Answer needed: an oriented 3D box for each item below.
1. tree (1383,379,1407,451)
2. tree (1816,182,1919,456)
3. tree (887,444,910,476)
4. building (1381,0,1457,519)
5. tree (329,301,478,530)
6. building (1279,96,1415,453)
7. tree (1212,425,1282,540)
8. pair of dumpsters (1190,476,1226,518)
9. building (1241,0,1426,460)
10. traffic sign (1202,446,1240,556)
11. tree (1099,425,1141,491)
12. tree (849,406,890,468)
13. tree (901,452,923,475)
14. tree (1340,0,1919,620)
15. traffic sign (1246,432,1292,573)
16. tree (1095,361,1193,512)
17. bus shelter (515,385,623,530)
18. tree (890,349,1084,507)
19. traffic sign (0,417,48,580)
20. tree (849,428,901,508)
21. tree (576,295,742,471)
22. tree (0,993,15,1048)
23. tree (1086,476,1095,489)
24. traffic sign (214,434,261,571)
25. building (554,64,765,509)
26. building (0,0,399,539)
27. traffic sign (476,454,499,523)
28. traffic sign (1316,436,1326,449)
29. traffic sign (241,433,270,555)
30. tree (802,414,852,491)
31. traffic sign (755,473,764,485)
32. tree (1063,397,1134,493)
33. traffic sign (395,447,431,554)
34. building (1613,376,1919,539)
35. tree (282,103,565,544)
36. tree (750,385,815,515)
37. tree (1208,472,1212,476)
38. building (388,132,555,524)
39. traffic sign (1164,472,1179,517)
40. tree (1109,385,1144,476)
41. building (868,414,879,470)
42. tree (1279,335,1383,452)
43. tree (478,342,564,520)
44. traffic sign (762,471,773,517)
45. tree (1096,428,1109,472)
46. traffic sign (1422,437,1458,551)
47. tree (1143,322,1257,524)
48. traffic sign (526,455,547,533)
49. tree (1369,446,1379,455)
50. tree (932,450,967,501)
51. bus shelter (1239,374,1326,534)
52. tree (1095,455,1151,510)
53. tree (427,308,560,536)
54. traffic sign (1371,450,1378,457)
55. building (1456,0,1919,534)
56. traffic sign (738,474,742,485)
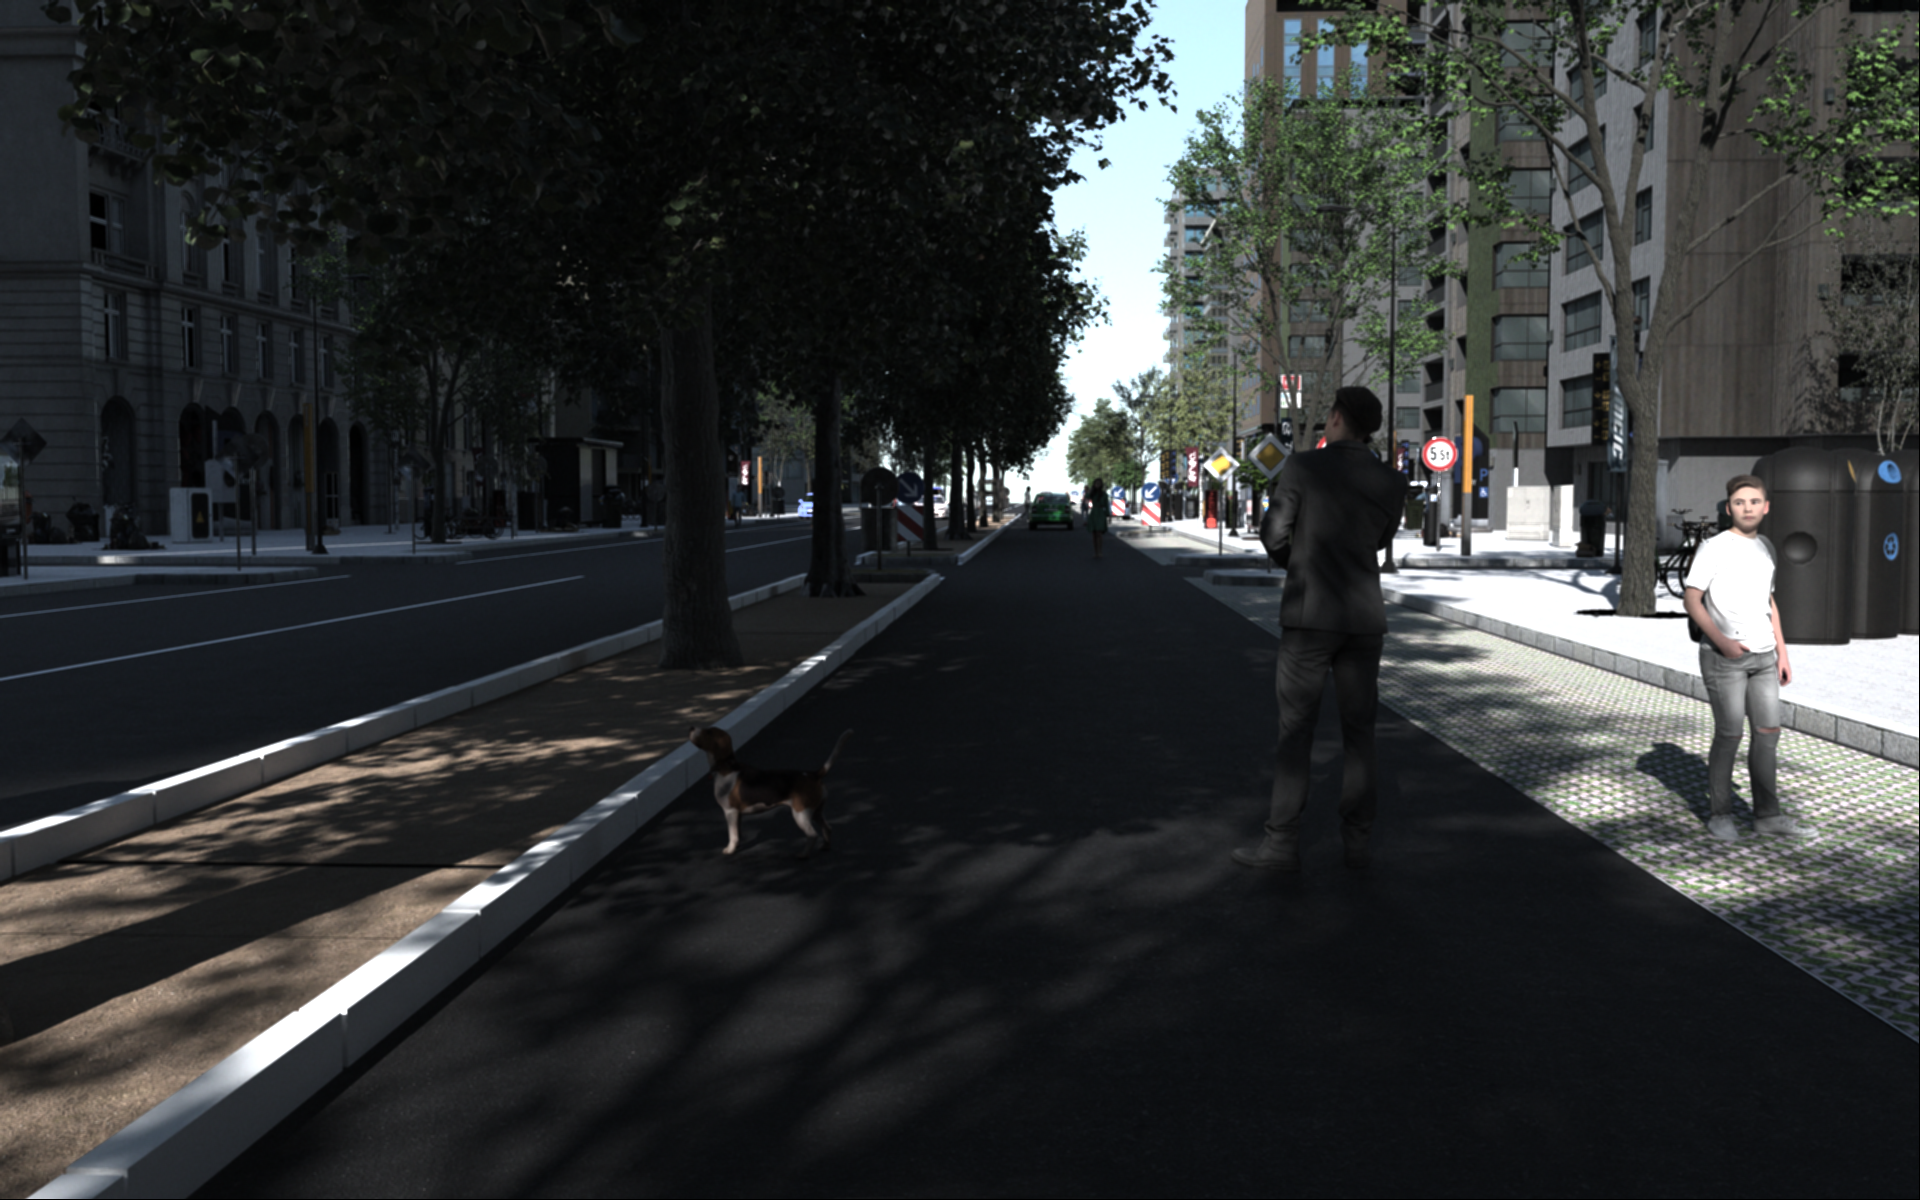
[{"bbox_3d":[25.095,-9.559,106.657,4.360,8.622,3.978,0,3,0],"label":"tree"},{"bbox_3d":[22.565,-5.574,41.489,4.360,8.622,3.978,0,3,0],"label":"tree"},{"bbox_3d":[-5.267,-16.925,211.132,8.767,10.594,7.601,-3,5,-41],"label":"tree"},{"bbox_3d":[34.686,-39.869,90.118,20.563,71.187,20.611,0,4,3],"label":"building"},{"bbox_3d":[-19.914,-6.762,60.922,4.737,8.622,4.395,0,3,0],"label":"tree"},{"bbox_3d":[30.909,-21.905,129.841,14.160,30.474,14.107,0,4,3],"label":"building"},{"bbox_3d":[8.282,-3.296,48.495,1.663,3.219,1.824,0,3,0],"label":"tree"},{"bbox_3d":[13.352,-5.553,93.282,1.574,2.255,4.437,0,4,3],"label":"pair of dumpsters"},{"bbox_3d":[31.167,-30.178,143.521,14.600,45.320,14.200,0,4,3],"label":"building"},{"bbox_3d":[5.421,-1.979,36.002,0.795,2.450,0.064,0,4,3],"label":"traffic sign"},{"bbox_3d":[15.690,-13.481,170.784,4.360,8.622,3.978,0,3,0],"label":"tree"},{"bbox_3d":[-6.810,-16.732,183.930,12.009,13.543,11.850,0,3,0],"label":"tree"},{"bbox_3d":[-5.931,-15.267,199.971,4.360,8.622,3.978,0,3,0],"label":"tree"},{"bbox_3d":[7.056,-5.626,17.733,9.928,11.665,9.643,0,3,0],"label":"tree"},{"bbox_3d":[5.011,-1.491,28.028,0.795,2.450,0.064,0,4,3],"label":"traffic sign"},{"bbox_3d":[13.028,-11.389,120.630,7.601,10.594,8.767,-1,4,-22],"label":"tree"},{"bbox_3d":[-14.820,-5.358,65.238,2.179,5.291,8.768,0,4,3],"label":"bus shelter"},{"bbox_3d":[2.322,-11.785,105.512,12.009,13.543,11.850,0,3,0],"label":"tree"},{"bbox_3d":[-14.028,-1.514,25.946,0.795,2.450,0.064,0,4,7],"label":"traffic sign"},{"bbox_3d":[-7.953,-12.303,151.514,4.360,8.622,3.978,0,3,0],"label":"tree"},{"bbox_3d":[-12.822,-8.610,75.184,7.601,10.594,8.767,2,4,34],"label":"tree"},{"bbox_3d":[-2.804,-5.798,3.908,9.857,13.997,8.962,0,3,0],"label":"tree"},{"bbox_3d":[18.279,-14.760,225.039,4.285,4.588,4.351,0,3,0],"label":"tree"},{"bbox_3d":[-12.060,-1.546,28.924,0.795,2.450,0.064,0,4,3],"label":"traffic sign"},{"bbox_3d":[-29.827,-30.659,155.905,22.147,44.769,28.867,0,4,3],"label":"building"},{"bbox_3d":[-30.093,-13.372,60.433,13.314,21.916,24.055,0,4,3],"label":"building"},{"bbox_3d":[-15.203,-3.399,55.680,0.768,2.556,0.104,1,4,9],"label":"traffic sign"},{"bbox_3d":[7.848,-2.217,36.353,0.768,2.556,0.104,1,4,9],"label":"traffic sign"},{"bbox_3d":[-14.785,-2.207,36.195,0.768,2.556,0.104,1,4,10],"label":"traffic sign"},{"bbox_3d":[-9.884,-10.883,128.292,4.737,8.622,4.395,0,3,0],"label":"tree"},{"bbox_3d":[-11.646,-6.187,101.257,0.768,2.556,0.104,1,4,12],"label":"traffic sign"},{"bbox_3d":[17.026,-17.408,202.747,7.486,12.596,7.792,0,3,0],"label":"tree"},{"bbox_3d":[-11.649,-2.034,36.898,0.795,2.450,0.064,0,4,3],"label":"traffic sign"},{"bbox_3d":[26.532,-17.095,51.205,14.107,30.474,14.160,0,4,3],"label":"building"},{"bbox_3d":[-13.400,-7.255,44.371,9.928,11.665,9.643,0,3,0],"label":"tree"},{"bbox_3d":[-10.963,-9.489,105.500,4.360,8.622,3.978,0,3,0],"label":"tree"},{"bbox_3d":[15.512,-6.904,107.484,1.663,3.219,1.824,0,3,0],"label":"tree"},{"bbox_3d":[-29.020,-17.619,85.330,12.463,27.353,25.104,0,4,3],"label":"building"},{"bbox_3d":[11.152,-5.586,91.435,0.768,2.556,0.104,1,4,9],"label":"traffic sign"},{"bbox_3d":[11.921,-9.096,99.079,4.737,8.622,4.395,0,3,0],"label":"tree"},{"bbox_3d":[-19.944,-30.101,263.850,14.160,30.474,14.107,0,4,3],"label":"building"},{"bbox_3d":[16.919,-7.991,81.019,4.360,8.622,3.978,0,3,0],"label":"tree"},{"bbox_3d":[-20.518,-7.867,78.994,4.737,8.622,4.395,0,3,0],"label":"tree"},{"bbox_3d":[-10.677,-5.815,95.186,0.768,2.556,0.104,1,4,12],"label":"traffic sign"},{"bbox_3d":[14.181,-12.344,152.194,4.737,8.622,4.395,0,3,0],"label":"tree"},{"bbox_3d":[10.701,-2.360,38.688,0.768,2.556,0.104,1,4,11],"label":"traffic sign"},{"bbox_3d":[10.364,-7.544,73.706,4.737,8.622,4.395,0,3,0],"label":"tree"},{"bbox_3d":[-13.918,-3.473,56.886,0.768,2.556,0.104,1,4,12],"label":"traffic sign"},{"bbox_3d":[14.670,-4.184,63.002,1.663,3.219,1.824,0,3,0],"label":"tree"},{"bbox_3d":[-2.233,-21.278,266.017,7.486,12.596,7.792,0,3,0],"label":"tree"},{"bbox_3d":[10.224,-4.768,55.594,2.179,5.291,8.768,0,4,3],"label":"bus shelter"},{"bbox_3d":[14.082,-9.724,142.706,4.285,4.588,4.351,0,3,0],"label":"tree"},{"bbox_3d":[-13.709,-6.251,52.561,4.360,8.622,3.978,0,3,0],"label":"tree"},{"bbox_3d":[11.415,-2.981,48.844,0.768,2.556,0.104,1,4,12],"label":"traffic sign"},{"bbox_3d":[26.179,-18.028,66.452,14.160,30.474,14.107,0,4,3],"label":"building"},{"bbox_3d":[-11.575,-5.344,89.508,0.606,2.300,0.079,0,4,8],"label":"traffic sign"}]
